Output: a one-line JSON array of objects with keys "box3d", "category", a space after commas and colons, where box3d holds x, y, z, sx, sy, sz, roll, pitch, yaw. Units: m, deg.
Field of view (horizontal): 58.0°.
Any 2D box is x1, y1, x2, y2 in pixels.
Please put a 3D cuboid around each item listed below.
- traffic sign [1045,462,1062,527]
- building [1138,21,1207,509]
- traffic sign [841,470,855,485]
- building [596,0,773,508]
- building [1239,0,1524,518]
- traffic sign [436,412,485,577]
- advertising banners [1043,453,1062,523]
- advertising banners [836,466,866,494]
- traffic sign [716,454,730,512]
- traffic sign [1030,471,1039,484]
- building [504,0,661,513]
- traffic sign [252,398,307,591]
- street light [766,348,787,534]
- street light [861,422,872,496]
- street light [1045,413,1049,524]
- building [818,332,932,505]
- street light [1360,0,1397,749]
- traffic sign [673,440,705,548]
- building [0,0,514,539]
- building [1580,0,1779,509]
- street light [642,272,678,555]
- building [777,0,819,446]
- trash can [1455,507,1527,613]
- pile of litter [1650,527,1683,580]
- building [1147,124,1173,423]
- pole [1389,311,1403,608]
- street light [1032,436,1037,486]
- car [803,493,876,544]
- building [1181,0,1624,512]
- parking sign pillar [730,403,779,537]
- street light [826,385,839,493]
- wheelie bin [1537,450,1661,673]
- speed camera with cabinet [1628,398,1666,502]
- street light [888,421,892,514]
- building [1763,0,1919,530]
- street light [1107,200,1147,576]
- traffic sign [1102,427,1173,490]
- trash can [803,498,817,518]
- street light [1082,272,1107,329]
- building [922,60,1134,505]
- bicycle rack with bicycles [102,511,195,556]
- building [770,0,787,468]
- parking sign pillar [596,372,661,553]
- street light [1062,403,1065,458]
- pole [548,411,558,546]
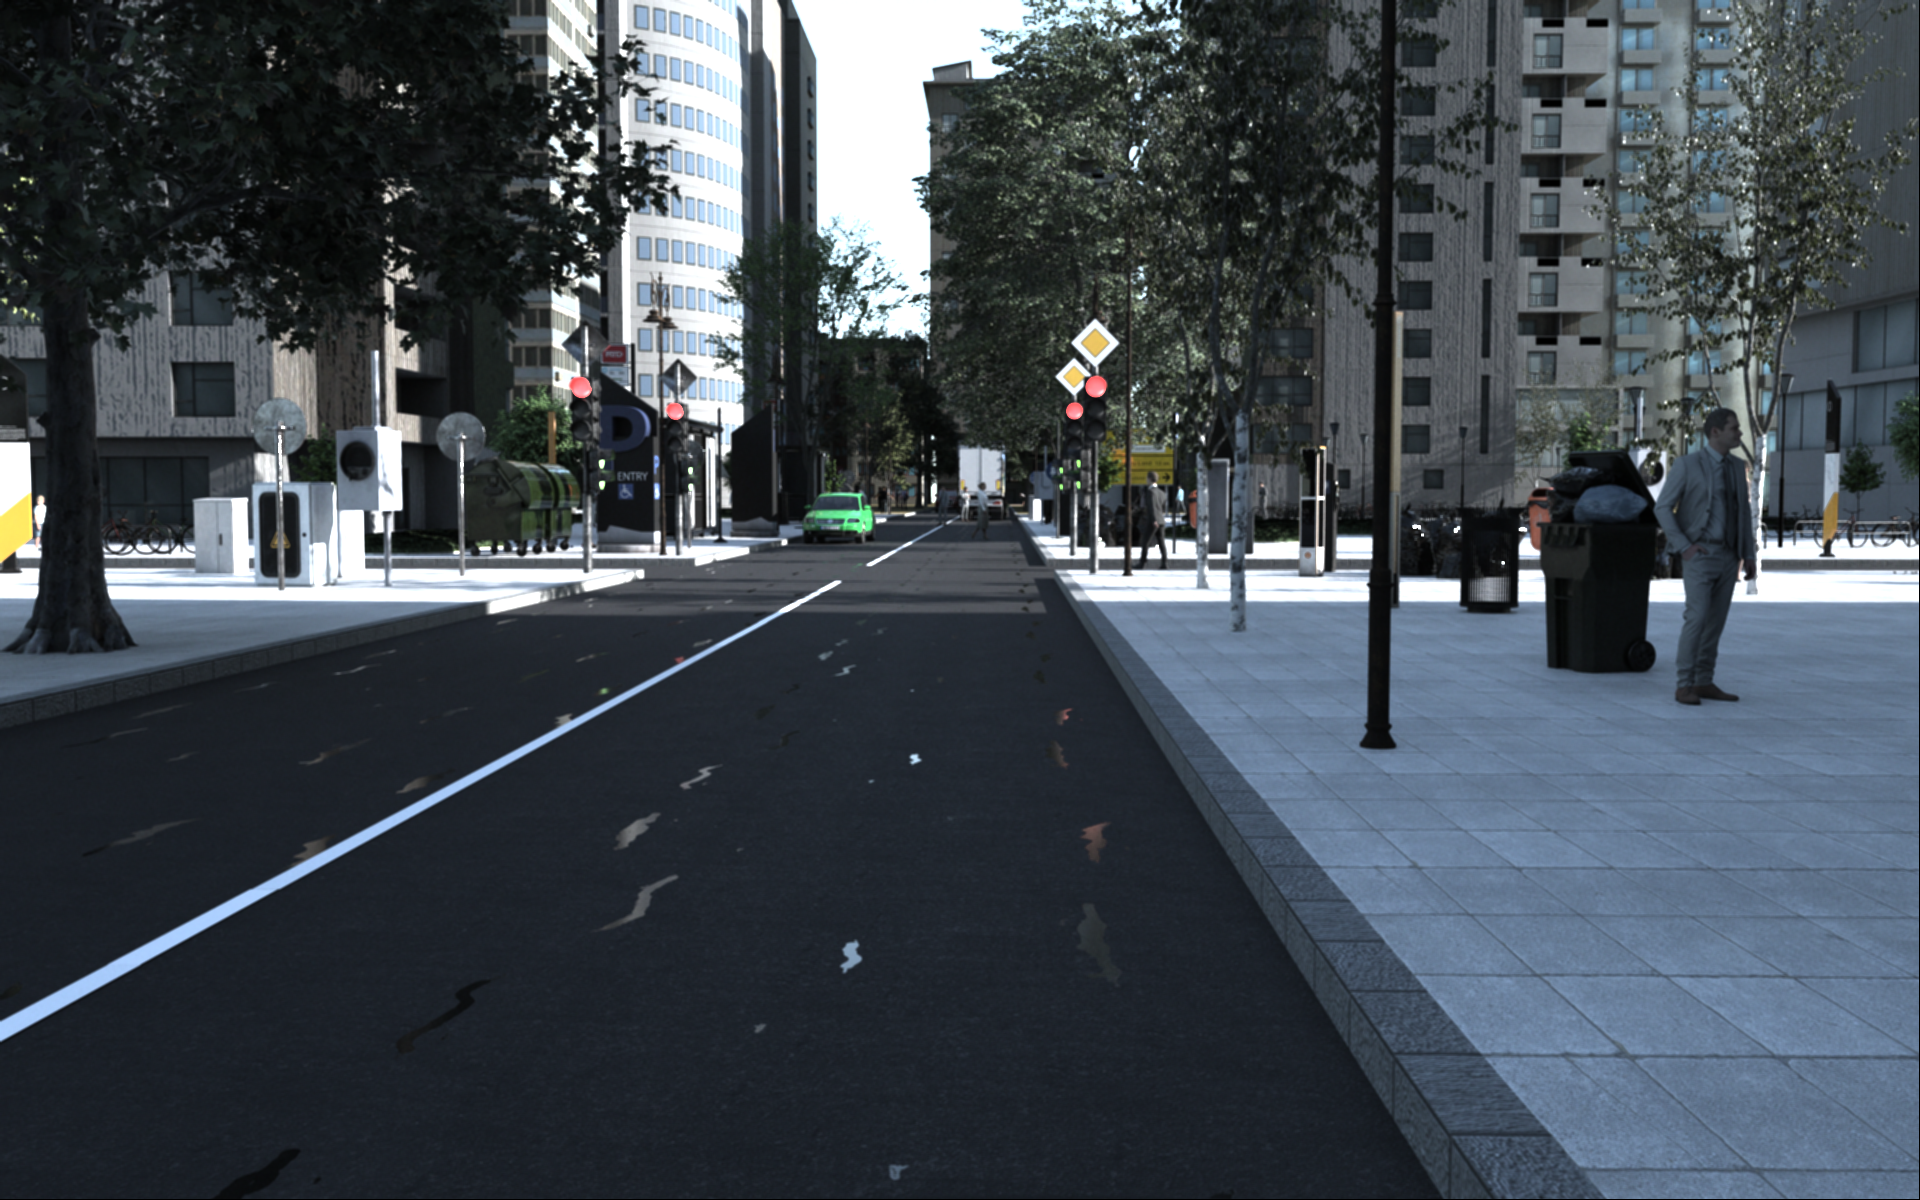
[{"box3d": [3.696, -4.103, 67.193, 0.768, 2.556, 0.104, 0, 4, 5], "category": "traffic sign"}, {"box3d": [28.667, -51.710, 158.130, 22.319, 86.520, 31.000, 0, 4, 1], "category": "building"}, {"box3d": [-5.943, -5.617, 91.946, 0.768, 2.556, 0.104, 0, 4, 4], "category": "traffic sign"}, {"box3d": [-26.001, -35.678, 125.330, 21.231, 58.520, 28.212, 0, 4, 1], "category": "building"}, {"box3d": [22.754, -19.957, 98.001, 14.160, 30.474, 14.107, 0, 4, 1], "category": "building"}, {"box3d": [-7.753, -1.639, 26.898, 0.768, 2.556, 0.104, 0, 4, 3], "category": "traffic sign"}, {"box3d": [4.316, -4.867, 75.771, 0.090, 3.025, 2.074, -2, 4, -35], "category": "advertising banners"}, {"box3d": [-6.838, -6.953, 109.874, 2.074, 3.025, 0.090, -1, 4, -12], "category": "advertising banners"}, {"box3d": [-7.933, -3.455, 56.493, 0.884, 2.594, 0.081, 0, 4, 6], "category": "traffic sign"}, {"box3d": [4.219, -5.839, 95.571, 0.768, 2.556, 0.104, 1, 4, 10], "category": "traffic sign"}, {"box3d": [-33.496, -24.692, 95.595, 32.217, 40.220, 23.993, 0, 4, 1], "category": "building"}, {"box3d": [-9.018, -1.397, 22.948, 0.768, 2.556, 0.104, 0, 4, 6], "category": "traffic sign"}, {"box3d": [-5.828, -5.037, 55.139, 0.468, 5.910, 1.993, 0, 4, 1], "category": "street light"}, {"box3d": [-4.930, -7.271, 91.666, 0.468, 5.910, 1.993, 0, 4, 1], "category": "street light"}, {"box3d": [3.689, -6.170, 73.663, 0.468, 5.910, 1.993, 0, 4, 1], "category": "street light"}, {"box3d": [-18.585, -22.915, 219.693, 28.899, 21.520, 27.650, 0, 4, 1], "category": "building"}, {"box3d": [2.122, -2.191, 8.616, 0.468, 5.910, 1.993, 0, 4, 1], "category": "street light"}, {"box3d": [-6.391, -2.490, 40.824, 0.768, 2.556, 0.104, 1, 4, 10], "category": "traffic sign"}, {"box3d": [-23.051, -17.289, 54.382, 14.160, 30.474, 14.107, 0, 4, 1], "category": "building"}, {"box3d": [65.540, -33.130, 161.287, 30.456, 49.044, 23.786, 0, 4, 1], "category": "building"}, {"box3d": [-6.234, -3.879, 36.207, 0.468, 5.910, 1.993, 0, 4, 1], "category": "street light"}, {"box3d": [-25.154, -33.128, 165.348, 21.600, 48.544, 21.300, 0, 4, 1], "category": "building"}, {"box3d": [5.755, -0.438, 18.815, 0.748, 1.137, 0.748, 0, 3, 0], "category": "trash can"}, {"box3d": [10.432, -0.759, 26.368, 1.719, 0.858, 1.176, -1, 4, -10], "category": "pile of litter"}, {"box3d": [30.370, -34.313, 211.120, 14.200, 45.320, 14.600, 0, 4, 1], "category": "building"}, {"box3d": [4.850, -1.567, 19.469, 0.158, 3.312, 0.155, 0, 3, 0], "category": "pole"}, {"box3d": [4.643, -8.404, 110.189, 0.468, 5.910, 1.993, 0, 4, 1], "category": "street light"}, {"box3d": [-3.569, -2.614, 51.534, 1.959, 1.807, 4.718, 0, 4, 3], "category": "car"}, {"box3d": [31.259, -33.068, 129.899, 28.713, 52.752, 27.495, 0, 4, 1], "category": "building"}, {"box3d": [-6.153, -3.870, 51.741, 1.447, 3.967, 1.447, 1, 4, 13], "category": "parking sign pillar"}, {"box3d": [-5.387, -6.154, 73.403, 0.468, 5.910, 1.993, 0, 4, 1], "category": "street light"}, {"box3d": [4.649, -0.288, 12.619, 0.693, 1.594, 0.980, -1, 4, -17], "category": "wheelie bin"}, {"box3d": [13.311, -2.502, 35.249, 2.038, 3.252, 0.660, -1, 4, -14], "category": "speed camera with cabinet"}, {"box3d": [-4.488, -8.417, 110.405, 0.468, 5.910, 1.993, 0, 4, 1], "category": "street light"}, {"box3d": [46.903, -28.745, 59.225, 27.495, 52.752, 28.713, 0, 4, 1], "category": "building"}, {"box3d": [2.619, -3.308, 26.879, 0.468, 5.910, 1.993, 0, 4, 1], "category": "street light"}, {"box3d": [5.408, -3.594, 52.629, 2.265, 3.308, 0.079, 0, 4, 6], "category": "traffic sign"}, {"box3d": [-5.883, -3.483, 68.595, 0.748, 1.137, 0.748, 0, 3, 0], "category": "trash can"}, {"box3d": [2.824, -3.886, 36.321, 0.468, 5.910, 1.993, 0, 4, 1], "category": "street light"}, {"box3d": [9.632, -38.535, 219.284, 27.495, 52.752, 28.713, 0, 4, 1], "category": "building"}, {"box3d": [-17.589, -1.448, 37.060, 2.925, 0.926, 2.852, -1, 4, -16], "category": "bicycle rack with bicycles"}, {"box3d": [-22.567, -30.400, 147.156, 14.600, 45.320, 14.200, 0, 4, 1], "category": "building"}, {"box3d": [-7.282, -3.030, 38.020, 1.447, 3.967, 1.447, 1, 4, 8], "category": "parking sign pillar"}, {"box3d": [3.312, -5.053, 55.397, 0.468, 5.910, 1.993, 0, 4, 1], "category": "street light"}, {"box3d": [-10.071, -2.996, 42.824, 0.158, 3.312, 0.155, 0, 3, 0], "category": "pole"}]
